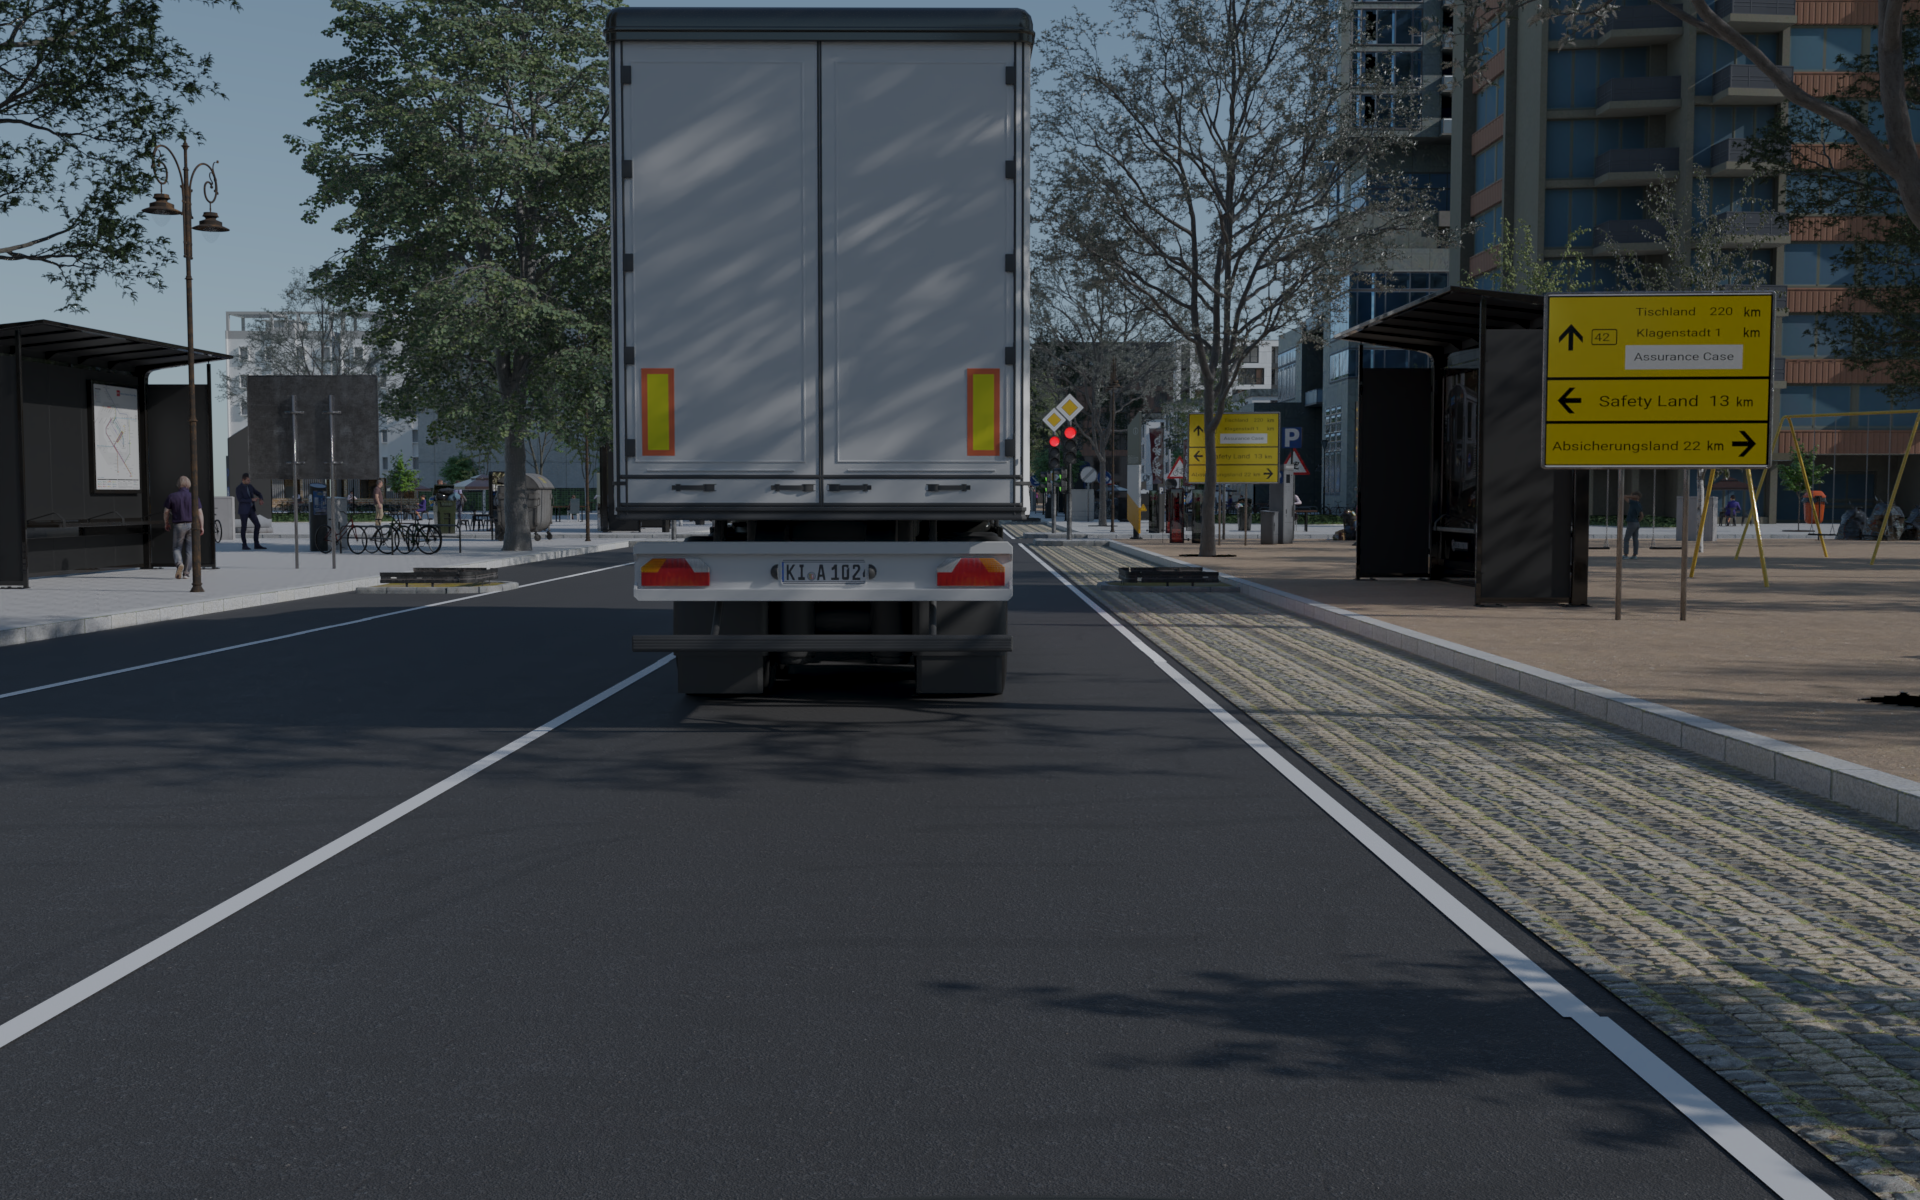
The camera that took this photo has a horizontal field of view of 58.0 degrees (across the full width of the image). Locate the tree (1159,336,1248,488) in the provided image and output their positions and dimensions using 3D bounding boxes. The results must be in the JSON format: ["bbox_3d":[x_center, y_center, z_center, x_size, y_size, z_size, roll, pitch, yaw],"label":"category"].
[{"bbox_3d":[11.349,-7.887,79.311,4.737,8.622,4.395,0,3,0],"label":"tree"}]

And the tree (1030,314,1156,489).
[{"bbox_3d":[5.716,-9.382,87.806,8.767,10.594,7.601,0,4,-5],"label":"tree"}]

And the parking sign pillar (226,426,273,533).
[{"bbox_3d":[-23.420,-4.191,56.997,1.447,3.967,1.447,-3,4,-36],"label":"parking sign pillar"}]

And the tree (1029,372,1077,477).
[{"bbox_3d":[6.173,-14.089,148.488,7.486,12.596,7.792,0,3,0],"label":"tree"}]

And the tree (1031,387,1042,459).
[{"bbox_3d":[5.620,-14.645,165.196,9.928,11.665,9.643,0,3,0],"label":"tree"}]

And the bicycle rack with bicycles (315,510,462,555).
[{"bbox_3d":[-12.080,-1.467,37.364,2.925,0.926,2.852,3,4,36],"label":"bicycle rack with bicycles"}]

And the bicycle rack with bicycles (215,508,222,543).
[{"bbox_3d":[-20.922,-1.966,45.524,2.852,0.926,2.925,-3,4,-36],"label":"bicycle rack with bicycles"}]

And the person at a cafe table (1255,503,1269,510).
[{"bbox_3d":[18.140,-5.559,101.744,1.698,1.238,1.726,-1,4,-12],"label":"person at a cafe table"}]

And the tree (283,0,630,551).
[{"bbox_3d":[-9.938,-8.086,38.866,9.857,13.997,8.962,0,3,0],"label":"tree"}]

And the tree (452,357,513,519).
[{"bbox_3d":[-24.396,-8.461,88.707,4.737,8.622,4.395,0,3,0],"label":"tree"}]

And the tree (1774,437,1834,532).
[{"bbox_3d":[28.577,-3.945,59.106,1.663,3.219,1.824,0,3,0],"label":"tree"}]

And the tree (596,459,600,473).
[{"bbox_3d":[-24.692,-8.662,125.340,4.285,4.588,4.351,0,3,0],"label":"tree"}]

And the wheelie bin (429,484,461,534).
[{"bbox_3d":[-16.587,-2.932,55.849,0.980,1.594,0.693,-2,4,-31],"label":"wheelie bin"}]

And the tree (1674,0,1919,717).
[{"bbox_3d":[5.875,-6.084,9.839,12.009,13.543,11.850,0,3,0],"label":"tree"}]

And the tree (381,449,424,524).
[{"bbox_3d":[-23.817,-4.844,73.801,1.663,3.219,1.824,0,3,0],"label":"tree"}]

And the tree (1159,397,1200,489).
[{"bbox_3d":[16.549,-10.909,128.720,4.360,8.622,3.978,0,3,0],"label":"tree"}]

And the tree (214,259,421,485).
[{"bbox_3d":[-33.566,-11.049,91.017,12.009,13.543,11.850,0,3,0],"label":"tree"}]

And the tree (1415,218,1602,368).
[{"bbox_3d":[15.006,-5.816,45.458,4.737,8.622,4.395,0,3,0],"label":"tree"}]

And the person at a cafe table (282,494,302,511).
[{"bbox_3d":[-49.409,-7.332,128.391,1.698,1.524,1.622,1,4,8],"label":"person at a cafe table"}]

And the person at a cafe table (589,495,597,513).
[{"bbox_3d":[-24.816,-6.763,119.083,1.698,1.524,1.622,-1,4,-20],"label":"person at a cafe table"}]

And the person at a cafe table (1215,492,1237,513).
[{"bbox_3d":[18.340,-6.771,119.228,1.622,1.524,1.698,-1,4,-9],"label":"person at a cafe table"}]

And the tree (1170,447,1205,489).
[{"bbox_3d":[14.232,-7.409,104.848,4.285,4.588,4.351,0,3,0],"label":"tree"}]

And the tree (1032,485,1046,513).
[{"bbox_3d":[5.630,-7.676,120.106,1.663,3.219,1.824,0,3,0],"label":"tree"}]

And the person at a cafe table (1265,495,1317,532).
[{"bbox_3d":[11.359,-3.122,59.562,1.698,1.524,1.622,0,4,7],"label":"person at a cafe table"}]

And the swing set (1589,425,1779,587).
[{"bbox_3d":[9.668,-1.691,25.268,3.119,2.851,2.862,0,4,3],"label":"swing set"}]

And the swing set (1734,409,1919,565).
[{"bbox_3d":[17.118,-2.170,33.094,2.862,2.851,3.119,-2,4,-29],"label":"swing set"}]

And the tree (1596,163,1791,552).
[{"bbox_3d":[16.045,-5.345,37.759,4.360,8.622,3.978,0,3,0],"label":"tree"}]

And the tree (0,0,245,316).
[{"bbox_3d":[-10.570,-4.995,16.073,7.601,10.594,8.767,0,4,-7],"label":"tree"}]

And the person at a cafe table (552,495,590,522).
[{"bbox_3d":[-17.877,-4.201,79.552,1.698,1.238,1.726,-2,4,-26],"label":"person at a cafe table"}]

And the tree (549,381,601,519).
[{"bbox_3d":[-19.464,-8.533,89.875,4.737,8.622,4.395,0,3,0],"label":"tree"}]

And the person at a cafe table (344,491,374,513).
[{"bbox_3d":[-40.525,-6.590,116.261,1.622,1.524,1.698,1,4,12],"label":"person at a cafe table"}]

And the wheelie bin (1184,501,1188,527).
[{"bbox_3d":[8.841,-3.599,66.753,0.693,1.594,0.980,1,4,20],"label":"wheelie bin"}]

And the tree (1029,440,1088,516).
[{"bbox_3d":[5.658,-7.113,100.006,4.285,4.588,4.351,0,3,0],"label":"tree"}]

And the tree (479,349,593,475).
[{"bbox_3d":[-27.437,-11.425,112.558,9.928,11.665,9.643,0,3,0],"label":"tree"}]

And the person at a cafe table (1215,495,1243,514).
[{"bbox_3d":[15.789,-5.453,100.017,1.726,1.238,1.698,1,4,22],"label":"person at a cafe table"}]

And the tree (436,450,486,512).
[{"bbox_3d":[-36.352,-8.702,125.985,4.285,4.588,4.351,0,3,0],"label":"tree"}]

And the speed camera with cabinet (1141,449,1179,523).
[{"bbox_3d":[8.582,-5.017,76.358,2.038,3.252,0.660,0,4,-6],"label":"speed camera with cabinet"}]

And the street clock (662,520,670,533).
[{"bbox_3d":[-9.824,-3.255,57.782,0.358,2.002,0.471,3,4,38],"label":"street clock"}]

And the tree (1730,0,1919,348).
[{"bbox_3d":[16.444,-5.598,25.946,8.767,10.594,7.601,0,4,2],"label":"tree"}]

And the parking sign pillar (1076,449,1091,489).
[{"bbox_3d":[7.368,-7.014,103.148,1.447,3.967,1.447,2,4,26],"label":"parking sign pillar"}]

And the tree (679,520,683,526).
[{"bbox_3d":[-10.915,-7.247,68.850,4.360,8.622,3.978,0,3,0],"label":"tree"}]

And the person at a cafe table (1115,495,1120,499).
[{"bbox_3d":[8.626,-4.979,92.275,1.698,1.238,1.726,-1,4,-16],"label":"person at a cafe table"}]

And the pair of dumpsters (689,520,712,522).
[{"bbox_3d":[-11.997,-4.851,81.815,1.574,2.255,4.437,0,3,0],"label":"pair of dumpsters"}]
